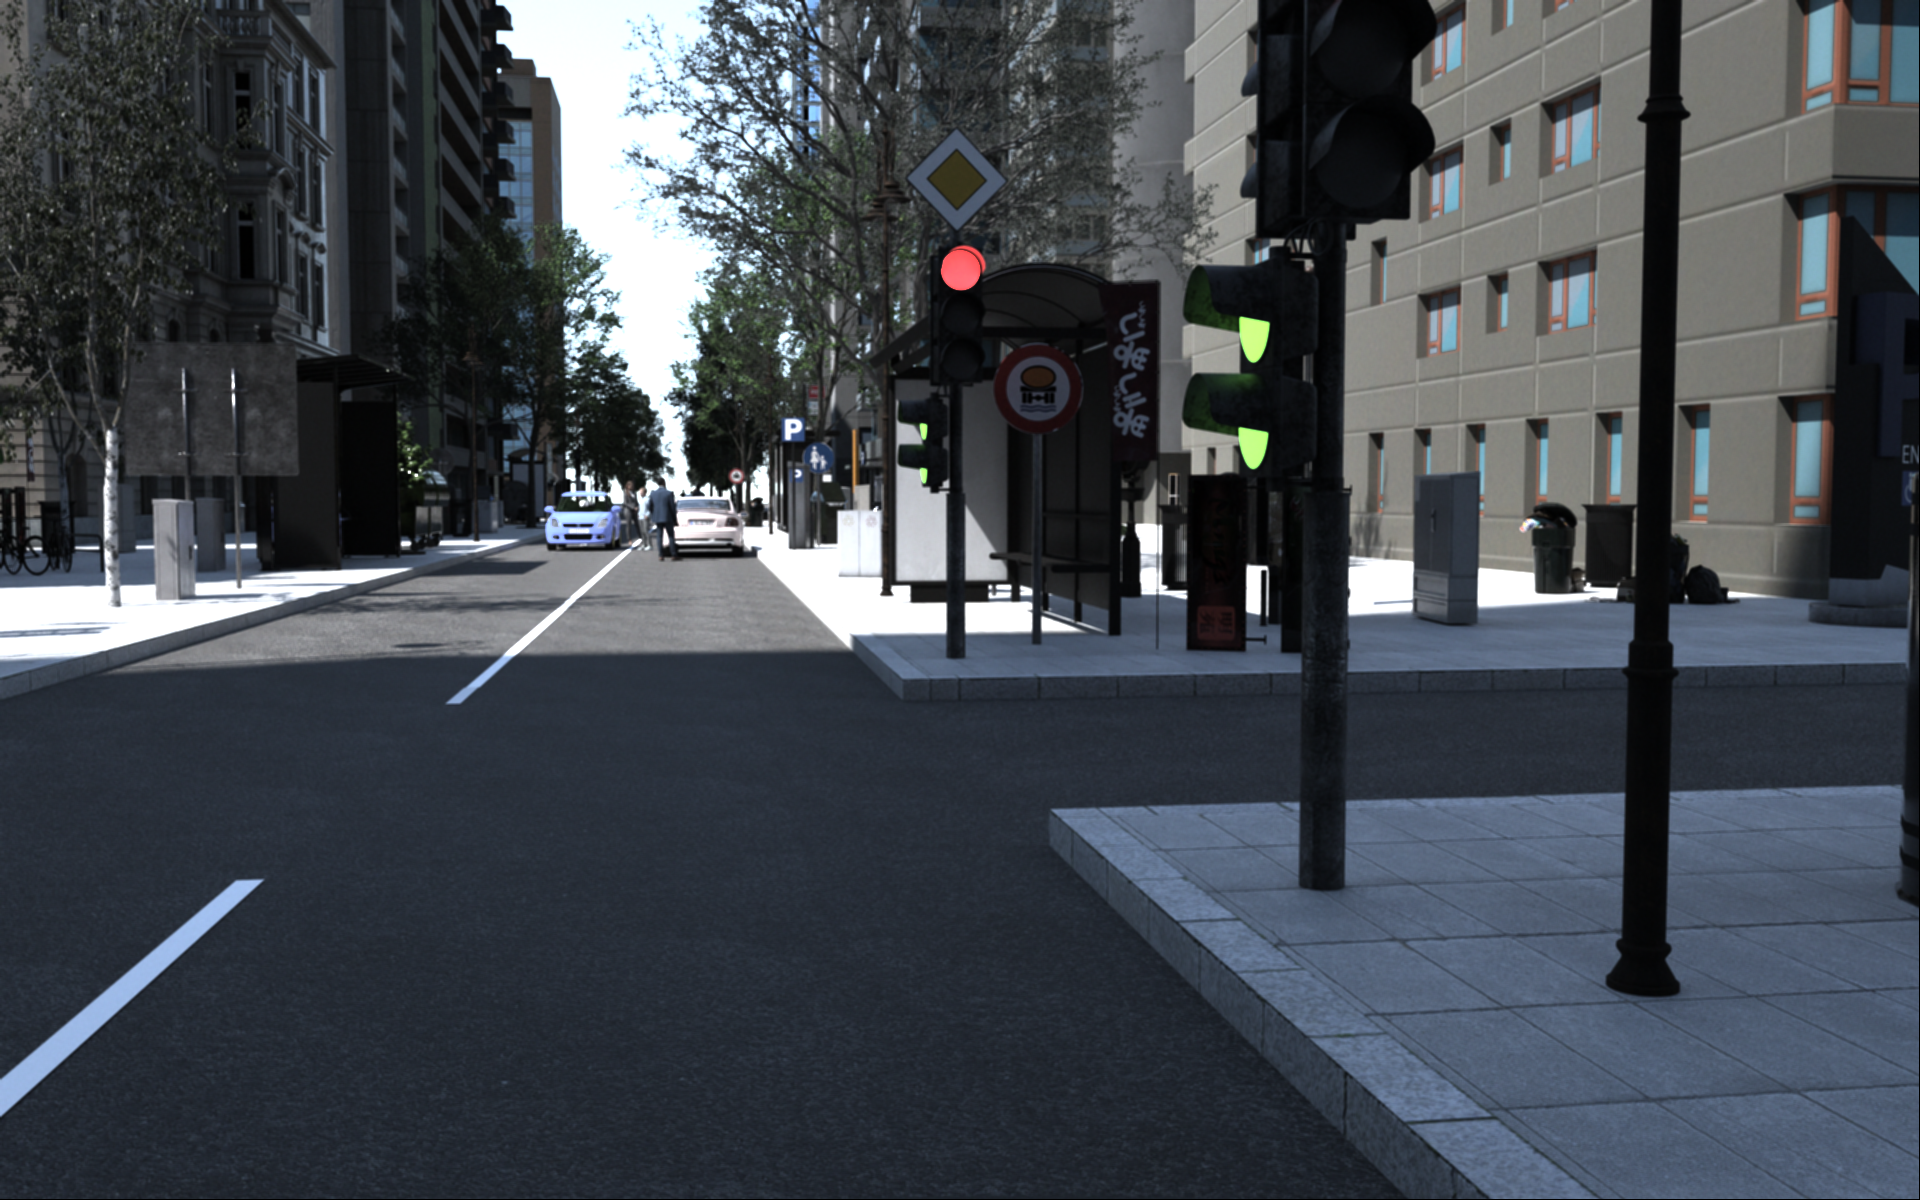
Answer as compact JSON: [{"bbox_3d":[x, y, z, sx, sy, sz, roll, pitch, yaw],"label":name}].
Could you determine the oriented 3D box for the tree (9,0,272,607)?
[{"bbox_3d":[-9.758,-4.235,19.603,4.360,8.622,3.978,0,3,0],"label":"tree"}]

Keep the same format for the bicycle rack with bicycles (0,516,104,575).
[{"bbox_3d":[-15.320,-0.905,28.179,2.925,0.926,2.852,3,5,42],"label":"bicycle rack with bicycles"}]

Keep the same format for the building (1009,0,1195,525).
[{"bbox_3d":[15.365,-23.697,79.333,32.217,40.220,23.993,-1,4,-9],"label":"building"}]

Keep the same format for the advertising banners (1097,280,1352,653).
[{"bbox_3d":[2.126,-1.095,14.084,2.074,3.025,0.090,1,4,17],"label":"advertising banners"}]

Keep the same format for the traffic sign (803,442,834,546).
[{"bbox_3d":[-3.485,-2.604,42.687,0.768,2.556,0.104,0,4,-3],"label":"traffic sign"}]

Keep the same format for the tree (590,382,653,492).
[{"bbox_3d":[-33.599,-15.929,177.445,9.611,12.733,9.660,0,3,0],"label":"tree"}]

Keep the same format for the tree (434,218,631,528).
[{"bbox_3d":[-15.980,-8.507,64.850,9.928,11.665,9.643,0,3,0],"label":"tree"}]

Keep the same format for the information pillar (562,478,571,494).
[{"bbox_3d":[-18.548,-4.723,81.719,0.304,2.012,0.304,-3,5,-44],"label":"information pillar"}]

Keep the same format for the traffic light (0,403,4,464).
[{"bbox_3d":[-7.324,-1.431,12.313,0.839,4.253,0.868,-1,4,-9],"label":"traffic light"}]

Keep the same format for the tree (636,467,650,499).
[{"bbox_3d":[-40.531,-16.330,217.364,4.360,8.622,3.978,0,3,0],"label":"tree"}]

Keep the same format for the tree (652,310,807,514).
[{"bbox_3d":[-13.533,-11.521,105.374,9.611,12.733,9.660,0,3,0],"label":"tree"}]

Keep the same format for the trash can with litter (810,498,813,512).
[{"bbox_3d":[-4.514,-2.388,50.439,0.624,1.170,1.055,1,4,16],"label":"trash can with litter"}]

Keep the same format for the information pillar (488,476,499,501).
[{"bbox_3d":[-18.739,-3.981,69.574,0.304,2.012,0.304,1,4,17],"label":"information pillar"}]

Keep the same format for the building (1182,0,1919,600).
[{"bbox_3d":[22.535,-11.682,36.046,28.899,21.520,27.650,-1,4,-9],"label":"building"}]

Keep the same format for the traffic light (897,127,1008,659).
[{"bbox_3d":[-0.051,-1.500,13.445,0.839,4.253,0.868,-1,4,-9],"label":"traffic light"}]

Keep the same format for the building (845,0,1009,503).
[{"bbox_3d":[4.934,-30.242,114.058,23.786,49.044,30.456,-1,4,-9],"label":"building"}]

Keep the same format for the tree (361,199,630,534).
[{"bbox_3d":[-15.241,-7.339,54.399,7.601,10.594,8.767,0,4,1],"label":"tree"}]

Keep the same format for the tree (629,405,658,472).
[{"bbox_3d":[-31.393,-13.803,160.087,7.601,10.594,8.767,0,4,-3],"label":"tree"}]

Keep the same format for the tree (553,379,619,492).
[{"bbox_3d":[-23.387,-9.722,109.324,4.737,8.622,4.395,0,3,0],"label":"tree"}]

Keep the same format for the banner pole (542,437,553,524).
[{"bbox_3d":[-17.886,-5.211,75.210,0.401,3.779,0.863,-3,5,-42],"label":"banner pole"}]

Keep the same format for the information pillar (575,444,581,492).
[{"bbox_3d":[-17.861,-5.486,81.050,0.183,3.616,0.504,-3,4,-36],"label":"information pillar"}]

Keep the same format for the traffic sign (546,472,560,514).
[{"bbox_3d":[-20.136,-5.161,85.575,0.795,2.450,0.064,0,4,-8],"label":"traffic sign"}]

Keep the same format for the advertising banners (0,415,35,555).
[{"bbox_3d":[-20.345,-2.523,37.443,0.090,3.025,2.074,-1,4,-9],"label":"advertising banners"}]

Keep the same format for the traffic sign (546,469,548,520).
[{"bbox_3d":[-20.615,-5.277,86.380,0.768,2.556,0.104,0,4,-7],"label":"traffic sign"}]

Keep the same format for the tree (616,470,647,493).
[{"bbox_3d":[-38.910,-13.719,208.025,4.285,4.588,4.351,0,3,0],"label":"tree"}]

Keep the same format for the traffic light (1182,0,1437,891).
[{"bbox_3d":[1.165,-1.017,5.553,0.839,4.253,0.868,-1,4,-9],"label":"traffic light"}]

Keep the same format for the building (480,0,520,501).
[{"bbox_3d":[-45.999,-29.229,132.522,22.147,44.769,28.867,-1,4,-9],"label":"building"}]

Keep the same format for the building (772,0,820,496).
[{"bbox_3d":[-13.923,-56.183,231.261,22.319,86.520,31.000,-1,4,-9],"label":"building"}]

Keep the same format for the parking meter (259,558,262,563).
[{"bbox_3d":[-12.990,-1.477,32.564,0.372,1.533,0.369,0,3,0],"label":"parking meter"}]

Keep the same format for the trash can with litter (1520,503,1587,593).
[{"bbox_3d":[7.749,-0.681,22.519,0.624,1.170,1.055,3,4,37],"label":"trash can with litter"}]

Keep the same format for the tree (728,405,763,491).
[{"bbox_3d":[-15.837,-10.679,124.962,4.737,8.622,4.395,0,3,0],"label":"tree"}]

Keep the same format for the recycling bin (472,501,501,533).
[{"bbox_3d":[-15.684,-2.723,57.082,0.722,1.027,0.722,0,4,0],"label":"recycling bin"}]

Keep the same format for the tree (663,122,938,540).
[{"bbox_3d":[-3.926,-7.520,48.712,9.928,11.665,9.643,0,3,0],"label":"tree"}]

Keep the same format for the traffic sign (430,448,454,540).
[{"bbox_3d":[-14.348,-2.920,47.844,0.768,2.556,0.104,0,4,-3],"label":"traffic sign"}]

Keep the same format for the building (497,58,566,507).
[{"bbox_3d":[-49.206,-32.531,181.993,14.600,45.320,14.200,-1,4,-9],"label":"building"}]

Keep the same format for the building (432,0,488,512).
[{"bbox_3d":[-41.888,-29.593,107.555,21.300,48.544,21.600,-1,4,-9],"label":"building"}]

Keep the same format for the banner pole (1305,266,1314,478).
[{"bbox_3d":[3.882,-1.795,19.365,0.401,3.779,0.863,1,4,11],"label":"banner pole"}]

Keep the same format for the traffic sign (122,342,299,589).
[{"bbox_3d":[-10.089,-1.802,23.344,2.265,3.308,0.079,0,4,-5],"label":"traffic sign"}]

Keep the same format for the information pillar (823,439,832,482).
[{"bbox_3d":[-5.699,-5.055,74.009,0.504,3.616,0.183,1,4,12],"label":"information pillar"}]

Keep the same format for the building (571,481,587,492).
[{"bbox_3d":[-65.225,-32.542,223.944,32.217,40.220,23.993,-1,4,-9],"label":"building"}]

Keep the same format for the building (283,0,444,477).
[{"bbox_3d":[-35.630,-24.901,90.720,14.154,41.232,14.086,-1,4,-9],"label":"building"}]

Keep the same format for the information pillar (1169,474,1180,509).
[{"bbox_3d":[7.796,-3.581,63.046,0.304,2.012,0.304,2,4,28],"label":"information pillar"}]

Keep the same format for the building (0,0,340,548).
[{"bbox_3d":[-29.509,-14.529,56.634,14.460,24.649,34.723,-1,4,-9],"label":"building"}]

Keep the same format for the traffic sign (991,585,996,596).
[{"bbox_3d":[0.426,-1.328,21.716,0.884,2.594,0.081,0,4,-5],"label":"traffic sign"}]

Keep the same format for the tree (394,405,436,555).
[{"bbox_3d":[-12.023,-2.576,36.713,1.663,3.219,1.824,0,3,0],"label":"tree"}]

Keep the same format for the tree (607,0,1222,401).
[{"bbox_3d":[-1.080,-7.313,29.938,12.009,13.543,11.850,0,3,0],"label":"tree"}]

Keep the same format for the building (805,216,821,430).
[{"bbox_3d":[-5.635,-31.393,205.164,32.217,40.220,23.993,-1,4,-9],"label":"building"}]

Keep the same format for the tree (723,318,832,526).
[{"bbox_3d":[-7.398,-7.254,68.966,4.360,8.622,3.978,0,3,0],"label":"tree"}]

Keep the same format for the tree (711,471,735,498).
[{"bbox_3d":[-28.575,-13.738,208.336,4.285,4.588,4.351,0,3,0],"label":"tree"}]

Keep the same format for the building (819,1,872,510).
[{"bbox_3d":[-1.002,-36.727,142.481,21.231,58.520,28.212,-1,4,-9],"label":"building"}]

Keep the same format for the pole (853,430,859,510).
[{"bbox_3d":[-3.295,-3.735,54.911,0.158,3.312,0.155,0,3,0],"label":"pole"}]

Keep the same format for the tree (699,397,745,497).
[{"bbox_3d":[-26.682,-16.830,193.304,7.486,12.596,7.792,0,3,0],"label":"tree"}]

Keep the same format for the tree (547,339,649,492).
[{"bbox_3d":[-26.634,-12.767,126.866,7.486,12.596,7.792,0,3,0],"label":"tree"}]

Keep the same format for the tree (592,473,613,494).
[{"bbox_3d":[-27.339,-8.504,133.643,1.663,3.219,1.824,0,3,0],"label":"tree"}]

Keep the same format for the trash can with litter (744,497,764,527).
[{"bbox_3d":[-8.026,-3.403,67.027,0.624,1.170,1.055,-3,4,-38],"label":"trash can with litter"}]

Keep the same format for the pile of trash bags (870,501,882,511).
[{"bbox_3d":[-1.669,-2.385,48.741,1.912,1.369,3.447,1,4,19],"label":"pile of trash bags"}]

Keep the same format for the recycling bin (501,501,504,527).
[{"bbox_3d":[-18.046,-3.332,67.035,0.722,1.027,0.722,-1,4,-14],"label":"recycling bin"}]

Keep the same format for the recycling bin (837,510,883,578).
[{"bbox_3d":[-1.478,-0.877,26.899,0.722,1.027,0.722,1,4,10],"label":"recycling bin"}]

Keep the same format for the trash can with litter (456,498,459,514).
[{"bbox_3d":[-17.968,-2.988,60.242,1.055,1.170,0.624,1,4,21],"label":"trash can with litter"}]
